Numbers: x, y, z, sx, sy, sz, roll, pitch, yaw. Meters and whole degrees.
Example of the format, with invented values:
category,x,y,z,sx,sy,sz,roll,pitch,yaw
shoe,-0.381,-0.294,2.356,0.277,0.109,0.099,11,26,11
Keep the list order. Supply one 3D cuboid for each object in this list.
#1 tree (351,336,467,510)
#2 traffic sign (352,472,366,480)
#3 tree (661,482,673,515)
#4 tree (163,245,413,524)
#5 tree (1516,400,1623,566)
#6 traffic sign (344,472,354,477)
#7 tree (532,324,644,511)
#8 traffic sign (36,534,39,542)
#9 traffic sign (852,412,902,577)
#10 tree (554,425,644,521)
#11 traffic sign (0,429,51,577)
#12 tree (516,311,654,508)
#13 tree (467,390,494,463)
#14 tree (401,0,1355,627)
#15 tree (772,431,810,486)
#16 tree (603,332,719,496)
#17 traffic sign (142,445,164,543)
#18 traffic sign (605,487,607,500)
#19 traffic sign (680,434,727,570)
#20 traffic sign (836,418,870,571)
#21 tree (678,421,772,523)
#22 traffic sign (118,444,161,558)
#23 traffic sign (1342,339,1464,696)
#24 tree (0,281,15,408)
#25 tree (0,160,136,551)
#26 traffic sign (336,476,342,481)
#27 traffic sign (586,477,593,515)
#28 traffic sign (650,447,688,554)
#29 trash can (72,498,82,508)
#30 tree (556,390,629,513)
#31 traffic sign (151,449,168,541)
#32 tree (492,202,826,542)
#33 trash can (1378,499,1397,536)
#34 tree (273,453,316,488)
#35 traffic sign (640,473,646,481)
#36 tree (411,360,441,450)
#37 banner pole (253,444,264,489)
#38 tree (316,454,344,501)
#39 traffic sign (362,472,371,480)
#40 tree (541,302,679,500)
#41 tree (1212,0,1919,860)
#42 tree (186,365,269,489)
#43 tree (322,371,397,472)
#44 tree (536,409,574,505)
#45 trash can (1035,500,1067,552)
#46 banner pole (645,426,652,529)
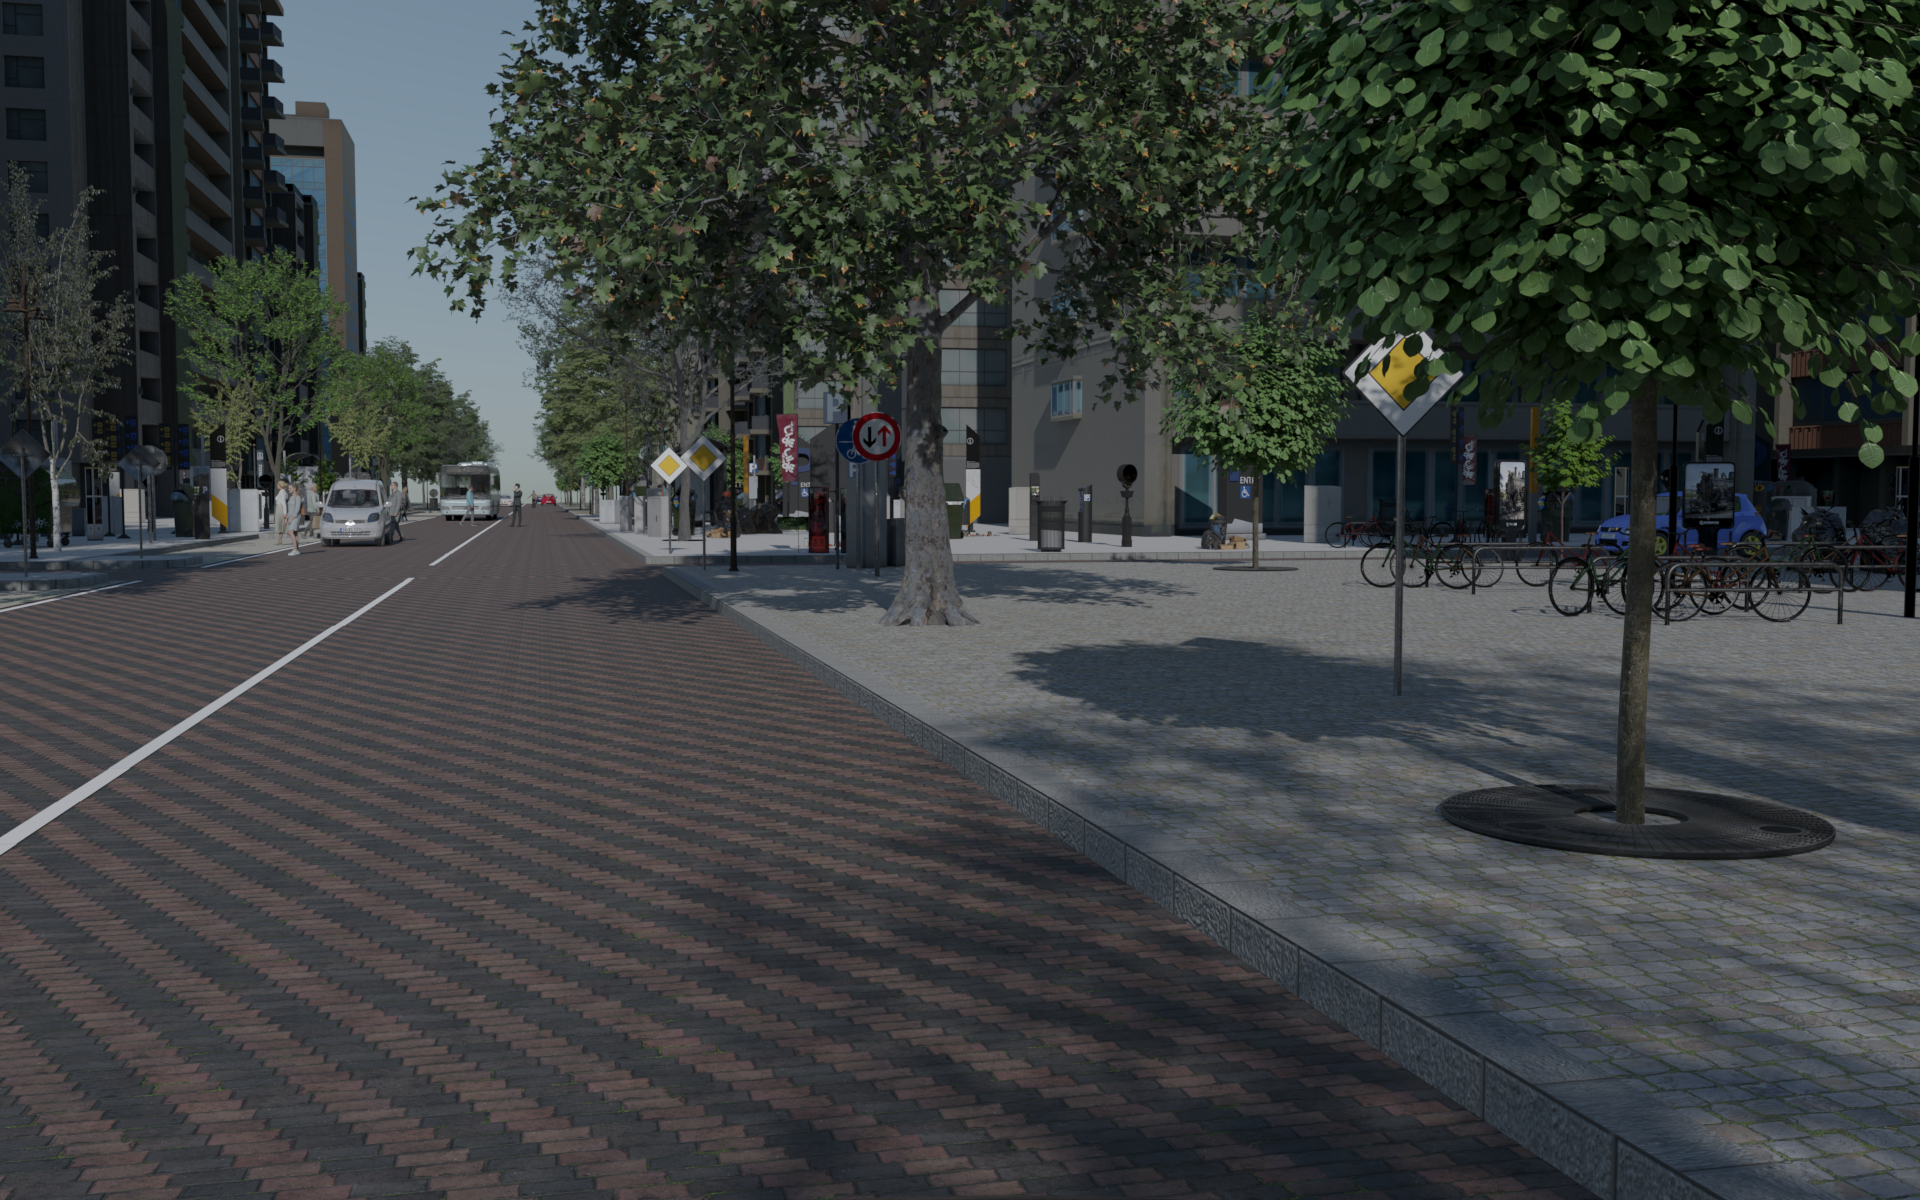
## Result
category,x,y,z,sx,sy,sz,roll,pitch,yaw
tree,-44.392,-14.172,138.368,9.857,13.997,8.962,0,3,0
traffic sign,-33.921,-5.973,97.772,0.768,2.556,0.104,0,4,-7
tree,-17.053,-6.761,105.136,1.663,3.219,1.824,0,3,0
tree,-29.236,-9.042,73.585,9.928,11.665,9.643,0,3,0
tree,10.376,-2.151,29.775,1.663,3.219,1.824,0,3,0
traffic sign,-34.943,-6.068,99.310,0.768,2.556,0.104,0,4,-7
tree,-27.415,-13.689,130.466,9.857,13.997,8.962,0,3,0
traffic sign,-24.724,-2.827,46.323,0.768,2.556,0.104,-1,4,-10
traffic sign,-1.289,-1.639,26.902,0.768,2.556,0.104,0,4,-5
tree,-16.742,-6.009,81.966,4.285,4.588,4.351,0,3,0
traffic sign,-14.484,-1.417,26.809,0.795,2.450,0.064,-1,4,-14
tree,-33.588,-18.310,155.264,12.611,20.169,13.585,0,3,0
tree,-54.354,-16.813,181.543,9.857,13.997,8.962,0,3,0
tree,-0.436,-6.102,16.780,9.611,12.733,9.660,0,3,0
tree,-8.582,-6.569,91.125,4.285,4.588,4.351,0,3,0
tree,-9.723,-6.539,57.275,4.360,8.622,3.978,0,3,0
traffic sign,-21.210,-2.764,45.303,0.768,2.556,0.104,-1,4,-12
traffic sign,-19.840,-5.935,97.140,0.768,2.556,0.104,0,4,-6
traffic sign,-4.327,-1.566,29.239,0.795,2.450,0.064,-1,4,-14
traffic sign,-1.701,-1.767,28.992,0.768,2.556,0.104,-1,4,-10
tree,-11.084,-5.789,78.363,4.285,4.588,4.351,0,3,0
traffic sign,-16.364,-1.892,34.570,0.795,2.450,0.064,-1,4,-14
traffic sign,2.784,-0.598,10.957,0.795,2.450,0.064,0,4,-7
tree,-15.360,-6.218,18.673,9.611,12.733,9.660,0,3,0
tree,-20.204,-5.387,38.433,4.360,8.622,3.978,0,3,0
traffic sign,-35.995,-6.097,99.784,0.768,2.556,0.104,0,4,-8
traffic sign,-22.716,-6.533,106.922,0.768,2.556,0.104,0,4,-5
traffic sign,-6.207,-2.040,37.000,0.795,2.450,0.064,-1,4,-14
trash can,-36.422,-3.636,71.103,0.748,1.137,0.748,0,3,0
tree,-24.005,-10.059,114.834,4.737,8.622,4.395,0,3,0
traffic sign,-22.090,-2.895,47.437,0.768,2.556,0.104,0,4,-8
tree,-7.371,-8.348,46.853,12.009,13.543,11.850,0,3,0
trash can,13.094,-2.518,52.817,0.748,1.137,0.748,0,3,0
tree,-31.277,-5.288,81.053,1.663,3.219,1.824,0,3,0
traffic sign,-18.490,-6.133,100.387,0.768,2.556,0.104,-1,4,-13
tree,-40.786,-12.012,122.147,9.928,11.665,9.643,0,3,0
banner pole,-34.996,-5.894,86.388,0.863,3.779,0.401,2,4,26
tree,-30.567,-5.428,83.357,1.663,3.219,1.824,0,3,0
traffic sign,-34.703,-6.165,100.909,0.768,2.556,0.104,0,4,-4
tree,-17.952,-10.534,90.353,7.486,12.596,7.792,0,3,0
tree,2.625,-1.396,6.547,4.285,4.588,4.351,0,3,0
tree,-40.080,-8.879,95.536,4.737,8.622,4.395,0,3,0
tree,-36.469,-9.428,104.518,4.737,8.622,4.395,0,3,0
tree,-44.584,-16.617,197.444,9.928,11.665,9.643,0,3,0
trash can,2.018,-1.632,38.343,0.748,1.137,0.748,0,3,0
banner pole,-11.438,-4.506,63.693,0.401,3.779,0.863,-2,4,-25
